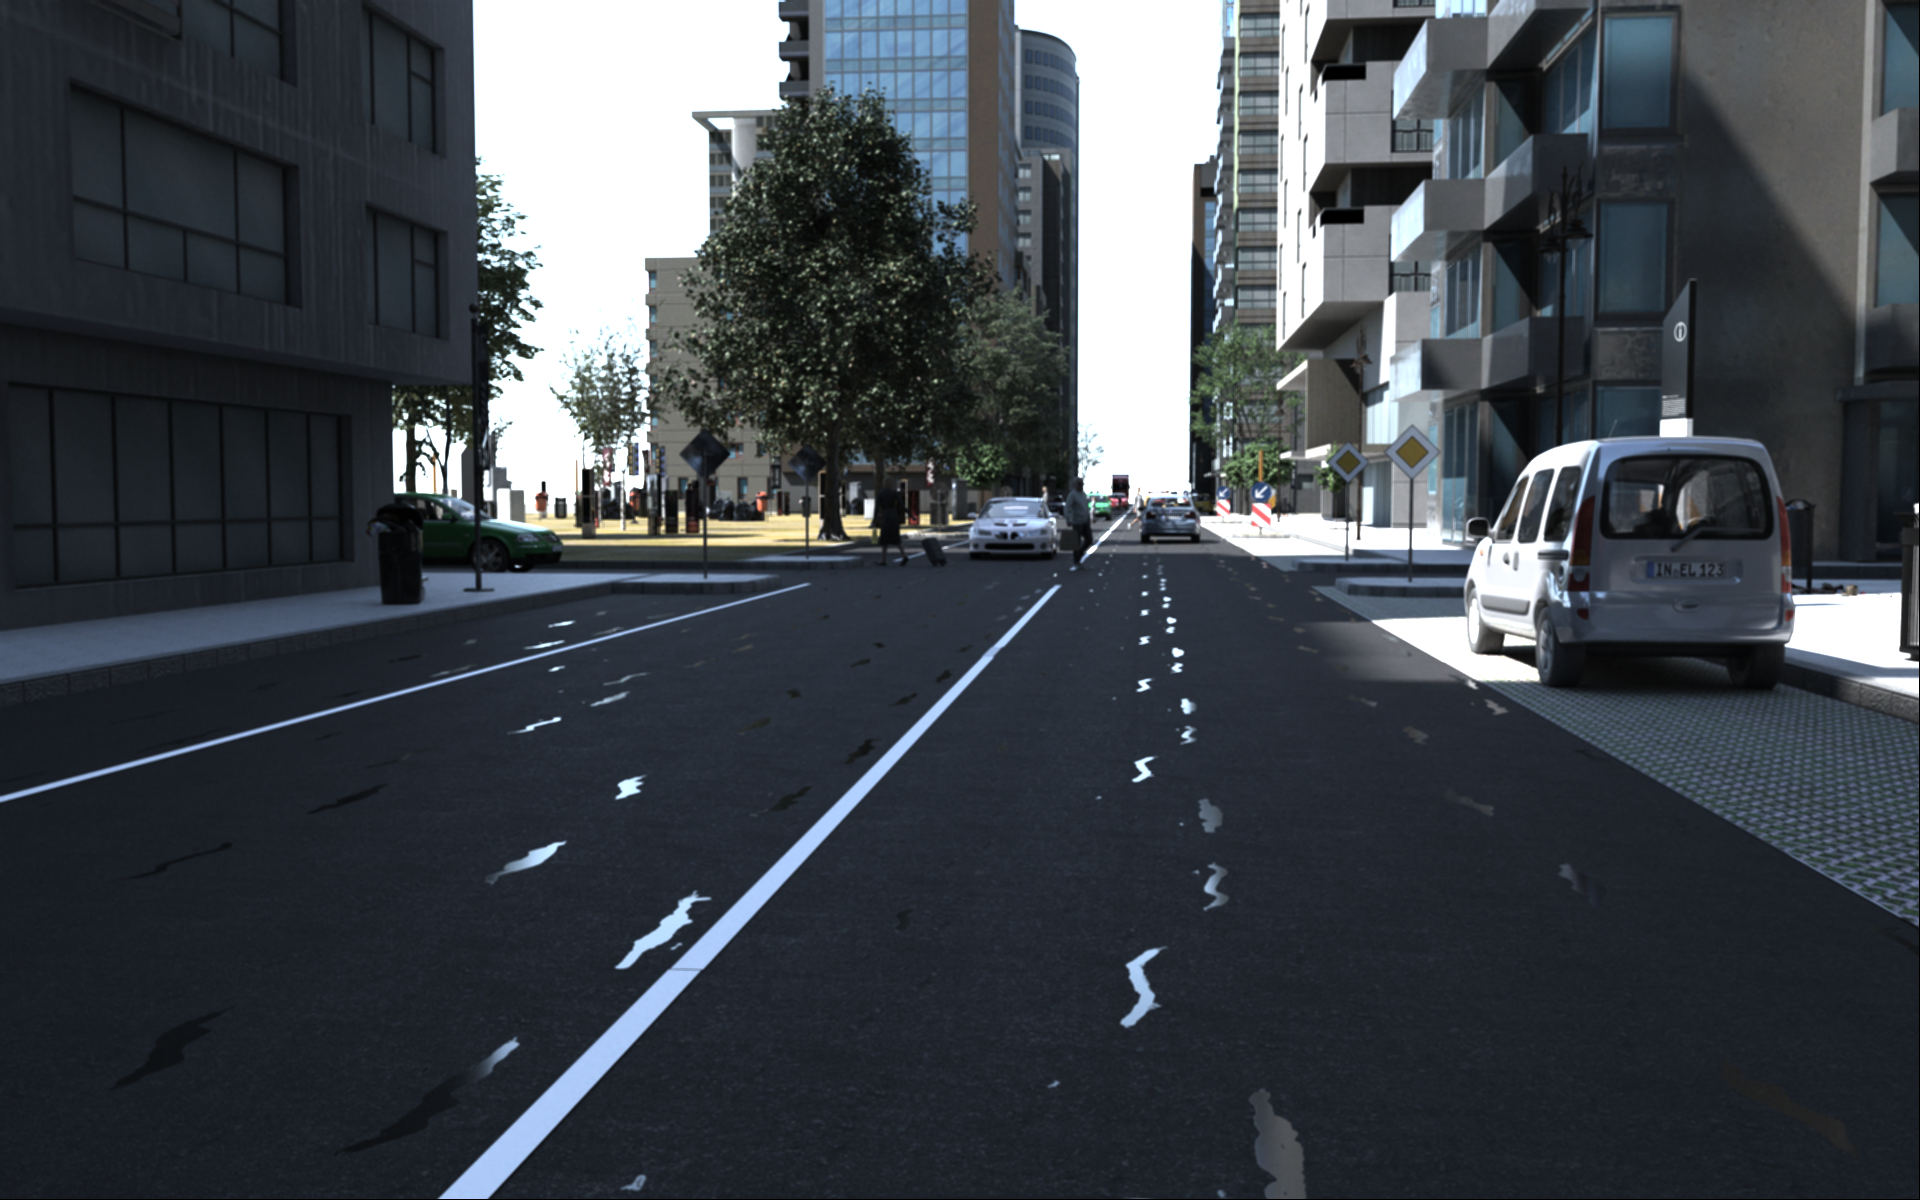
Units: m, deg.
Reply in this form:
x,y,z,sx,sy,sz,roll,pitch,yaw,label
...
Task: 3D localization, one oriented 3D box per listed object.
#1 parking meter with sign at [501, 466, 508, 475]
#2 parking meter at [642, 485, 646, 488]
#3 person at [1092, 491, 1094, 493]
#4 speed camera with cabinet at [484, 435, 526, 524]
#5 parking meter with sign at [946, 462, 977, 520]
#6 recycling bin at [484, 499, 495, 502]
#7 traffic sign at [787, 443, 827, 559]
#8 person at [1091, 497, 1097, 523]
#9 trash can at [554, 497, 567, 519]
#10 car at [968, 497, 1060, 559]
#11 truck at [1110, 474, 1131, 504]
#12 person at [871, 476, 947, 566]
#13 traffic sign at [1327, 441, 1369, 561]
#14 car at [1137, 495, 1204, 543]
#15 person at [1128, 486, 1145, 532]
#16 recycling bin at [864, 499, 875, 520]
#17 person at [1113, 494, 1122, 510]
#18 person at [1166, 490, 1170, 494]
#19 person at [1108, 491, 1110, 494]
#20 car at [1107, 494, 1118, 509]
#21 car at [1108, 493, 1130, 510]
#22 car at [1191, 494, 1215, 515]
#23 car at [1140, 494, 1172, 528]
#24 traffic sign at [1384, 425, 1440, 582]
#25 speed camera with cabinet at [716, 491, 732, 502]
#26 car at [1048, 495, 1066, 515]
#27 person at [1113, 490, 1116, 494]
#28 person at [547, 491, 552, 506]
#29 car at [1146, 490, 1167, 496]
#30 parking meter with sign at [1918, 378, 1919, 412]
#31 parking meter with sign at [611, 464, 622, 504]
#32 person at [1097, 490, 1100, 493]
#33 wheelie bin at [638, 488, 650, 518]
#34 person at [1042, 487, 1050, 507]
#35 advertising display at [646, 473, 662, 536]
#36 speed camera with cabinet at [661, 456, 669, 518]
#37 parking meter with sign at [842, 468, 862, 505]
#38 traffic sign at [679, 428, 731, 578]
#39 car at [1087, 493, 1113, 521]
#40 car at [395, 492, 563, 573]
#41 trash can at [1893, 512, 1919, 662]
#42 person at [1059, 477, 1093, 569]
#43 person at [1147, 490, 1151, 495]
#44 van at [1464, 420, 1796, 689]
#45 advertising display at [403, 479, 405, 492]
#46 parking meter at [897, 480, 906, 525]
x,y,z,sx,sy,sz,roll,pitch,yaw,label
-28.331,-6.782,107.146,0.543,3.016,1.738,-1,4,-9,parking meter with sign
-20.252,-6.469,111.471,0.255,1.863,0.399,1,4,9,parking meter
12.401,-9.451,163.472,0.683,1.767,0.568,0,4,-7,person
-15.053,-3.848,57.256,0.660,3.252,2.038,-3,4,-38,speed camera with cabinet
0.012,-5.451,85.385,1.738,3.016,0.543,-3,4,-37,parking meter with sign
-26.851,-5.274,98.787,0.722,1.027,0.722,-3,5,-42,recycling bin
-3.022,-1.873,34.261,0.795,2.450,0.064,0,4,6,traffic sign
6.582,-4.468,85.826,0.394,1.301,0.425,1,4,12,person
-20.904,-4.833,90.672,0.748,1.137,0.748,0,3,0,trash can
1.259,-1.673,39.708,2.083,1.381,4.827,0,4,5,car
22.496,-15.517,242.613,2.839,4.237,11.283,0,4,6,truck
-1.077,-1.584,34.622,1.509,1.804,0.699,2,4,27,person
7.410,-1.803,33.124,0.795,2.450,0.064,0,4,6,traffic sign
6.326,-2.449,52.044,2.014,1.417,4.499,0,4,7,car
6.765,-3.469,65.965,0.760,1.731,0.466,1,4,16,person
-4.373,-4.553,86.987,0.722,1.027,0.722,1,4,11,recycling bin
13.944,-8.640,152.959,0.628,1.438,0.799,1,4,22,person
13.238,-6.224,111.079,0.721,1.723,1.217,-3,4,-38,person
16.622,-11.235,192.894,1.217,1.736,0.721,3,4,38,person
14.675,-9.661,169.952,2.014,1.417,4.499,0,4,7,car
14.806,-9.348,161.872,2.155,1.783,4.494,0,4,5,car
16.529,-6.658,119.080,2.015,1.641,3.980,0,4,5,car
8.412,-3.828,72.818,2.015,1.641,3.980,0,4,5,car
6.558,-1.318,25.185,0.795,2.450,0.064,0,4,6,traffic sign
-14.167,-6.483,100.336,2.038,3.252,0.660,-3,5,-44,speed camera with cabinet
6.387,-6.540,119.505,1.945,1.354,3.894,0,4,6,car
18.422,-12.176,207.212,1.348,1.869,0.705,2,4,29,person
-46.600,-11.392,195.577,1.217,1.723,0.721,1,4,13,person
18.488,-9.368,161.838,2.281,1.827,5.304,0,4,6,car
14.244,-1.725,24.462,0.543,3.016,1.738,0,4,1,parking meter with sign
-19.027,-6.085,95.743,0.543,3.016,1.738,-2,4,-29,parking meter with sign
13.865,-10.119,173.941,0.705,1.824,1.348,-2,4,-23,person
-17.042,-5.250,93.742,0.980,1.594,0.693,-1,4,-20,wheelie bin
4.301,-4.765,86.592,0.728,1.800,0.709,0,4,-5,person
-9.535,-2.981,53.958,0.123,1.923,0.974,-2,4,-32,advertising display
-15.302,-5.835,89.742,0.660,3.252,2.038,0,4,1,speed camera with cabinet
-6.659,-6.972,110.249,1.738,3.016,0.543,2,4,33,parking meter with sign
-3.874,-1.387,26.321,0.795,2.450,0.064,0,4,6,traffic sign
7.380,-5.255,94.714,1.959,1.807,4.718,0,4,6,car
-9.464,-1.350,30.869,4.718,1.807,1.959,0,4,5,car
7.550,-0.098,13.261,0.748,1.137,0.748,0,3,0,trash can
2.204,-1.483,33.233,0.515,1.767,0.782,3,5,42,person
15.482,-8.178,142.992,0.721,1.735,1.217,-1,4,-14,person
5.269,-0.432,14.082,2.013,2.044,4.112,0,4,5,van
-24.026,-4.305,75.607,0.123,1.923,0.974,-3,5,-44,advertising display
-2.462,-4.112,72.941,0.255,1.863,0.399,-2,4,-28,parking meter
